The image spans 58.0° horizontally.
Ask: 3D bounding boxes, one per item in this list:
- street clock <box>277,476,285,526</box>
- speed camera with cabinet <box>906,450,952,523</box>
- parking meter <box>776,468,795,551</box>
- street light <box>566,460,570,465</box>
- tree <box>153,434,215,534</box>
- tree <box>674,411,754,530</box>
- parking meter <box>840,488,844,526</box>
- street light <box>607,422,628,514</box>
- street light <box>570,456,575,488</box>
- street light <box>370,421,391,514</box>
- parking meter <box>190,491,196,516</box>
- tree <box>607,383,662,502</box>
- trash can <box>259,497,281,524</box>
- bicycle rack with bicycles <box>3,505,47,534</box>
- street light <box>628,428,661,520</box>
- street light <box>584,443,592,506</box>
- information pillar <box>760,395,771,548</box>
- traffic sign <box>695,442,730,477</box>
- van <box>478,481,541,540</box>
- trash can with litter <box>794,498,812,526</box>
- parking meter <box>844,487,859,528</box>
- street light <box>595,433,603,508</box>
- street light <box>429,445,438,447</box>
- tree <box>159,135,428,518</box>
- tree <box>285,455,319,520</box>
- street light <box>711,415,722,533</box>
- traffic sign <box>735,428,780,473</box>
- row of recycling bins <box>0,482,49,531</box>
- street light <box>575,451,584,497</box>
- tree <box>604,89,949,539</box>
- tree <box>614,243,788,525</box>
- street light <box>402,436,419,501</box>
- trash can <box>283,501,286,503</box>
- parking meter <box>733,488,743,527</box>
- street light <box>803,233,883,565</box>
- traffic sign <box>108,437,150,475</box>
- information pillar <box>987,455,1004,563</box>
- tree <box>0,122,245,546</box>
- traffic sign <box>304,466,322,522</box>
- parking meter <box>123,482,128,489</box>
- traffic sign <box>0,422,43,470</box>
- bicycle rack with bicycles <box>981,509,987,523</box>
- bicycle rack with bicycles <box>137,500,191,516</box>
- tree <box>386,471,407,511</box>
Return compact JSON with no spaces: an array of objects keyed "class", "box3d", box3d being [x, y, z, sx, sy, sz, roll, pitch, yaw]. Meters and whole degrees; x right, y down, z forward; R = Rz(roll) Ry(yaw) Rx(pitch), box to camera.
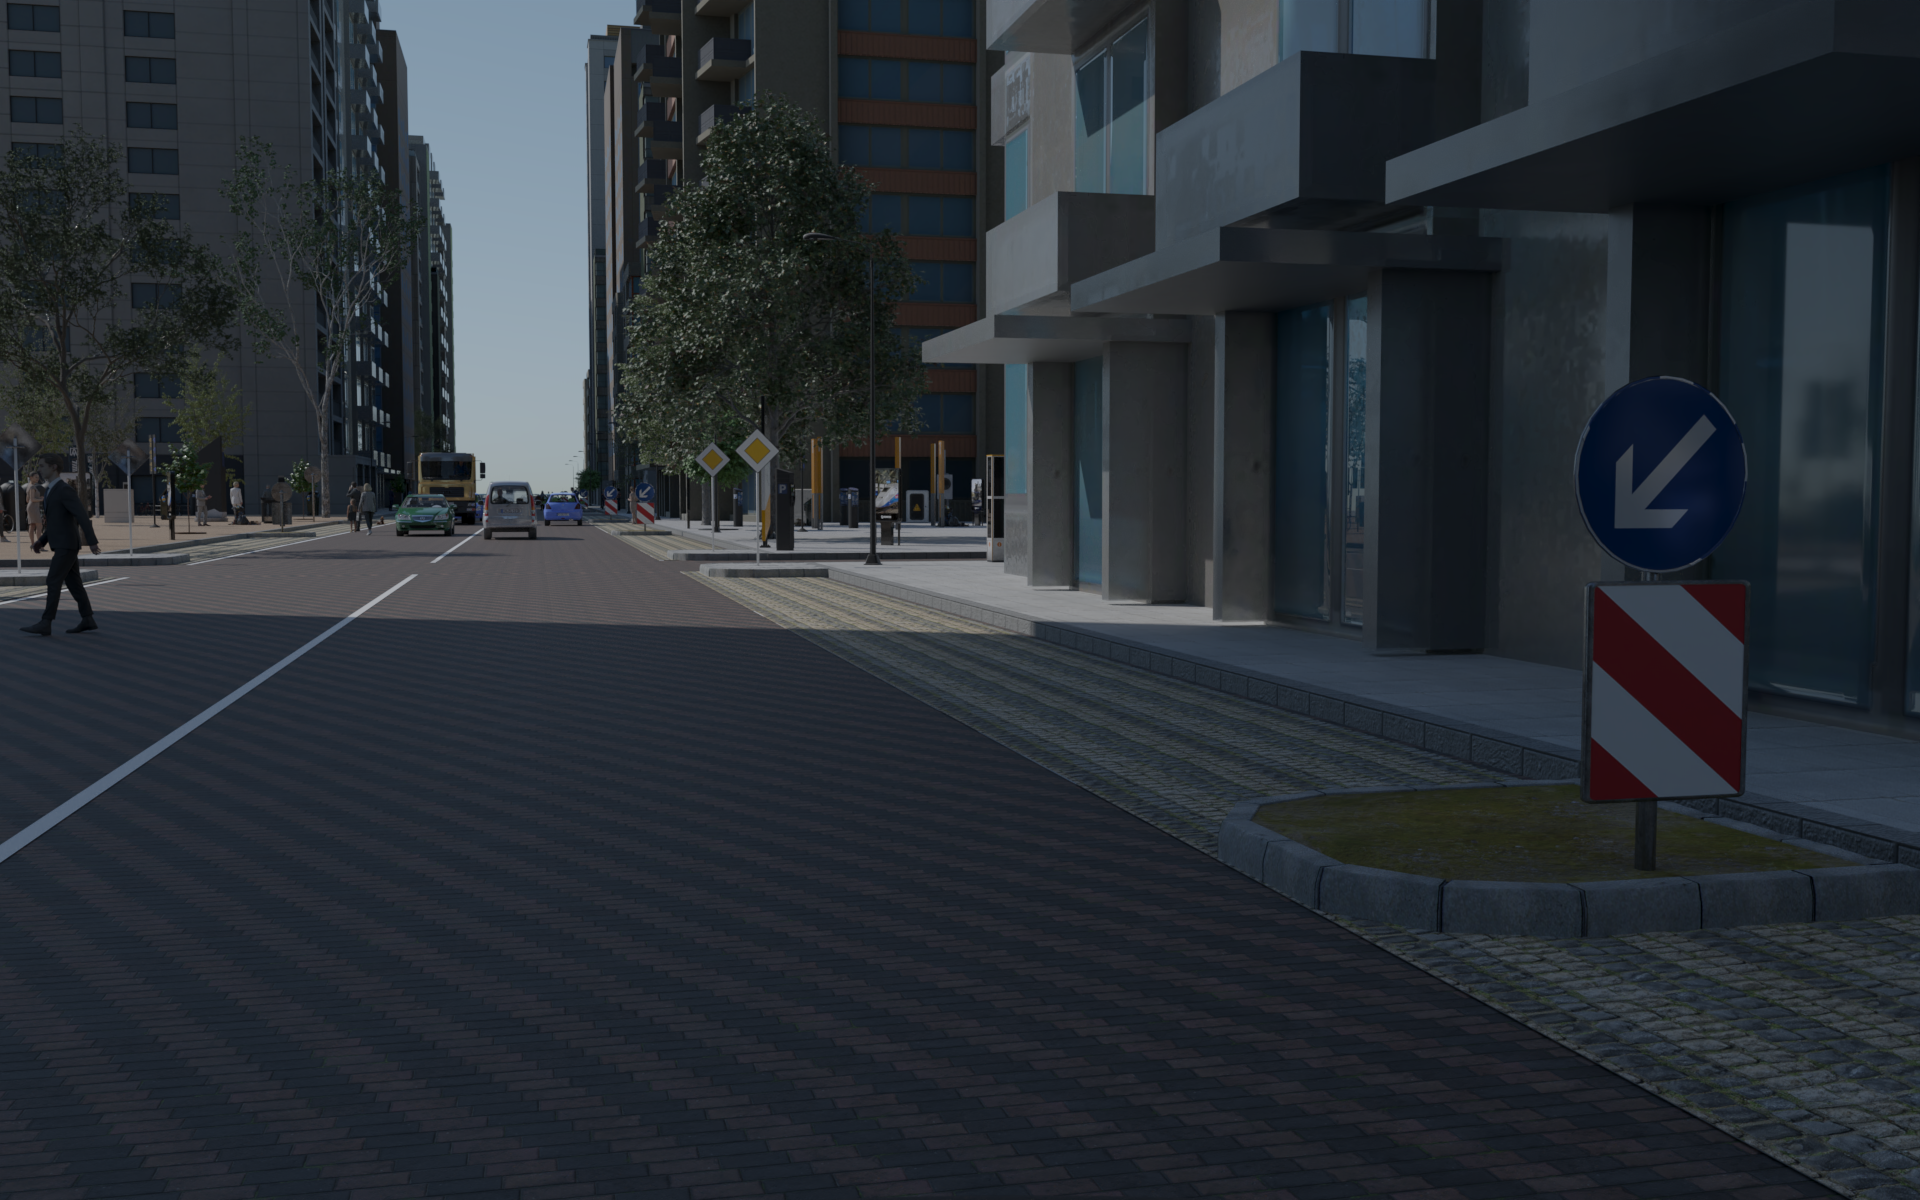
[{"class":"street clock","box3d":[-26.875,-3.919,68.646,0.358,2.002,0.471,-1,4,-19]},{"class":"speed camera with cabinet","box3d":[-1.374,-5.075,77.311,2.038,3.252,0.660,0,4,-4]},{"class":"parking meter","box3d":[-3.953,-2.051,39.246,0.399,1.863,0.255,1,4,18]},{"class":"street light","box3d":[-53.127,-16.267,238.511,1.470,5.913,1.316,-1,4,-14]},{"class":"tree","box3d":[-24.708,-3.732,55.619,1.663,3.219,1.824,0,3,0]},{"class":"tree","box3d":[-8.555,-4.772,61.729,4.285,4.588,4.351,0,3,0]},{"class":"parking meter","box3d":[-4.726,-3.806,70.645,0.372,1.533,0.369,0,3,0]},{"class":"street light","box3d":[-21.938,-8.513,111.735,1.470,5.913,1.316,-1,4,-14]},{"class":"street light","box3d":[-46.447,-14.603,211.291,1.470,5.913,1.316,-1,4,-14]},{"class":"street light","box3d":[-36.954,-8.434,110.440,1.470,5.913,1.316,-1,4,-14]},{"class":"parking meter","box3d":[-45.908,-5.830,103.726,0.372,1.533,0.369,0,3,0]},{"class":"tree","box3d":[-20.161,-9.703,109.011,4.360,8.622,3.978,0,3,0]},{"class":"trash can","box3d":[-30.024,-3.889,75.234,0.748,1.137,0.748,0,3,0]},{"class":"bicycle rack with bicycles","box3d":[-30.536,-2.632,56.417,2.852,0.926,2.925,0,4,-7]},{"class":"street light","box3d":[-15.326,-6.850,84.538,1.470,5.913,1.316,-1,4,-14]},{"class":"street light","box3d":[-33.385,-11.373,158.483,1.470,5.913,1.316,-1,4,-14]},{"class":"information pillar","box3d":[-4.649,-3.062,41.421,0.183,3.616,0.504,1,4,9]},{"class":"traffic sign","box3d":[-5.478,-2.223,38.539,0.795,2.593,0.064,-1,4,-14]},{"class":"van","box3d":[-14.553,-2.996,55.988,2.013,2.044,4.112,-1,4,-15]},{"class":"trash can with litter","box3d":[-6.088,-3.512,68.810,1.055,1.170,0.624,-2,4,-35]},{"class":"parking meter","box3d":[-3.990,-3.454,64.882,0.372,1.533,0.369,0,3,0]},{"class":"street light","box3d":[-26.844,-9.708,131.269,1.470,5.913,1.316,-1,4,-14]},{"class":"street light","box3d":[-50.311,-11.759,164.805,1.470,5.913,1.316,-1,4,-14]},{"class":"tree","box3d":[-35.488,-14.513,93.172,12.611,20.169,13.585,0,3,0]},{"class":"tree","box3d":[-32.857,-5.607,86.279,1.663,3.219,1.824,0,3,0]},{"class":"street light","box3d":[-8.643,-5.188,57.359,1.470,5.913,1.316,-1,4,-14]},{"class":"traffic sign","box3d":[-3.575,-1.749,30.783,0.795,2.593,0.064,-1,4,-14]},{"class":"row of recycling bins","box3d":[-33.039,-3.295,60.989,1.069,1.692,3.534,1,4,17]},{"class":"street light","box3d":[-40.276,-13.065,186.152,1.470,5.913,1.316,-1,4,-14]},{"class":"tree","box3d":[-5.281,-8.097,49.394,9.611,12.733,9.660,0,3,0]},{"class":"tree","box3d":[-10.020,-9.344,70.899,7.486,12.596,7.792,0,3,0]},{"class":"street light","box3d":[-43.678,-10.096,137.613,1.470,5.913,1.316,-1,4,-14]},{"class":"trash can","box3d":[-34.773,-4.700,88.501,0.748,1.137,0.748,0,3,0]},{"class":"parking meter","box3d":[-8.689,-3.633,67.815,0.372,1.533,0.369,0,3,0]},{"class":"street light","box3d":[-2.103,-3.582,31.100,1.470,5.913,1.316,-1,4,-14]},{"class":"traffic sign","box3d":[-17.133,-2.050,35.711,0.795,2.593,0.064,-1,4,-14]},{"class":"information pillar","box3d":[0.693,-1.717,32.570,0.304,2.012,0.304,-1,4,-19]},{"class":"tree","box3d":[-21.608,-6.632,42.851,8.767,10.594,7.601,0,4,2]},{"class":"traffic sign","box3d":[-29.503,-4.826,79.006,0.768,2.556,0.104,-1,4,-13]},{"class":"parking meter","box3d":[-41.101,-4.876,85.429,0.255,1.863,0.399,-2,4,-32]},{"class":"traffic sign","box3d":[-15.230,-1.576,27.955,0.795,2.593,0.064,-1,4,-14]},{"class":"bicycle rack with bicycles","box3d":[2.613,-3.914,77.378,2.925,0.926,2.852,2,4,28]},{"class":"bicycle rack with bicycles","box3d":[-46.195,-5.356,100.952,2.925,0.926,2.852,3,4,39]},{"class":"tree","box3d":[-43.692,-8.602,135.250,1.663,3.219,1.824,0,3,0]}]
